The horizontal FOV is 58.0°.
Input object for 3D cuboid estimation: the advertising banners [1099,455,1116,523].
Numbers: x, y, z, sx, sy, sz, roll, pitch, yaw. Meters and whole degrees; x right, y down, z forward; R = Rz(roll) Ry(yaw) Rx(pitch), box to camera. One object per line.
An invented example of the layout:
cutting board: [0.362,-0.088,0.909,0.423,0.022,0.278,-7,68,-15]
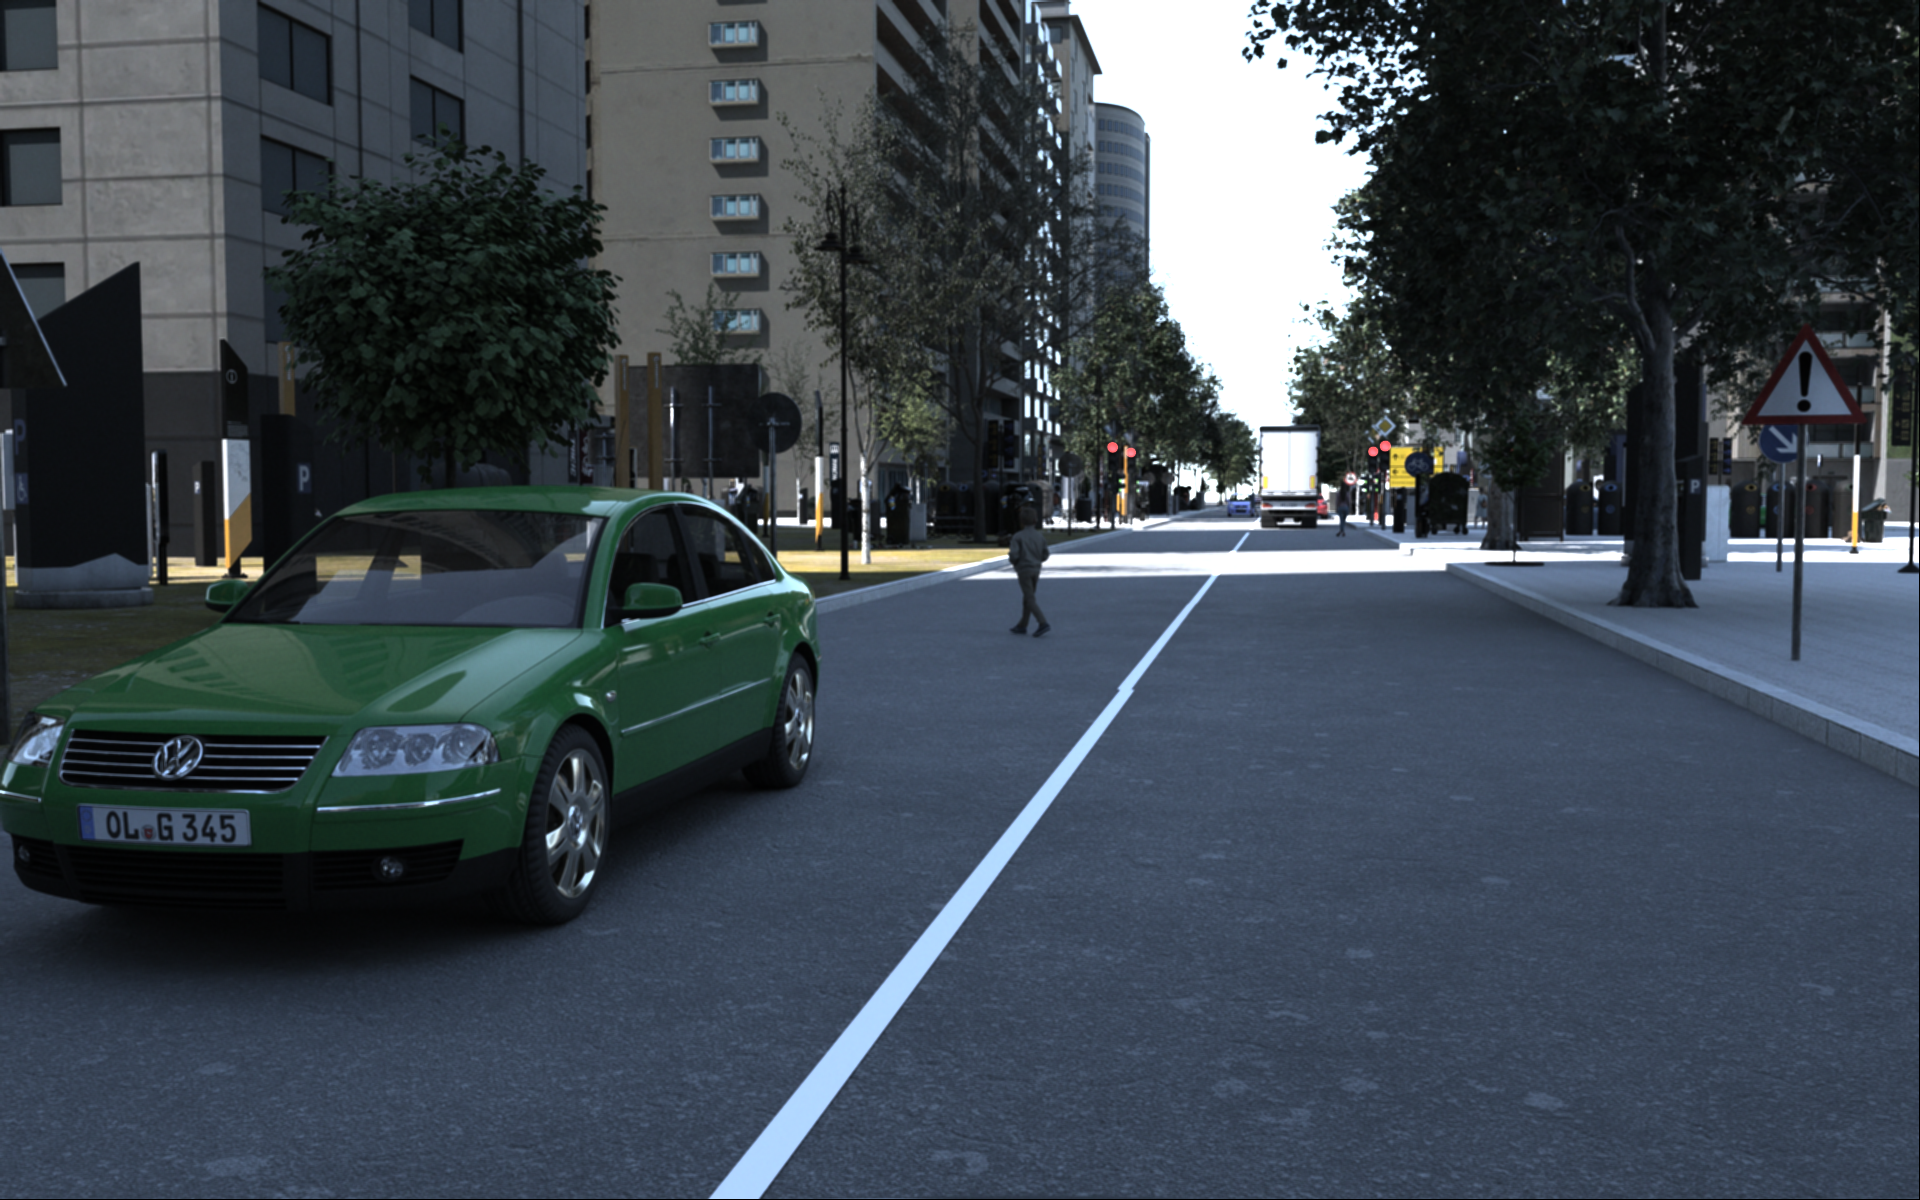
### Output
advertising banners: [6.610,-5.020,78.265,0.090,3.025,2.074,1,4,23]

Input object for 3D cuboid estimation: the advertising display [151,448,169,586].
advertising display: [-11.344,-1.184,24.571,0.123,1.923,0.974,-2,4,-30]

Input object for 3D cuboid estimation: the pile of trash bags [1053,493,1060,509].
pile of trash bags: [6.133,-7.754,136.523,3.447,1.369,1.912,0,4,-1]

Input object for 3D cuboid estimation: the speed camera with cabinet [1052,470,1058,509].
speed camera with cabinet: [7.093,-8.885,139.603,2.038,3.252,0.660,-1,4,-21]

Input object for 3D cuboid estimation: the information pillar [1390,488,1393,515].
information pillar: [25.938,-6.070,103.740,0.304,2.012,0.304,0,4,-1]

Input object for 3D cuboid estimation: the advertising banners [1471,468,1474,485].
advertising banners: [35.143,-7.376,116.786,2.074,3.025,0.090,1,4,19]

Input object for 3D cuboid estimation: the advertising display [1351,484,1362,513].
advertising display: [26.436,-6.777,116.020,0.974,1.923,0.123,1,4,12]

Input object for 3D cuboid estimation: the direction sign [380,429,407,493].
direction sign: [-9.884,-2.343,30.297,0.379,3.537,0.876,1,4,13]

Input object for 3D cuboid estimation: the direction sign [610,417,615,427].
direction sign: [-9.803,-3.601,50.872,0.876,3.537,0.379,-1,4,-21]

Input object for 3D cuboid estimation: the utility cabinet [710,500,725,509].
utility cabinet: [-3.197,-0.522,19.691,1.020,1.237,0.306,1,4,16]

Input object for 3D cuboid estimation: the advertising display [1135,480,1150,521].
advertising display: [8.577,-4.660,81.408,0.123,1.923,0.974,3,5,42]

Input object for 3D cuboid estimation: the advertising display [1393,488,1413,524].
advertising display: [18.959,-4.202,73.919,0.974,1.923,0.123,-1,4,-13]

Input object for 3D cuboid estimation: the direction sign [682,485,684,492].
direction sign: [-10.311,-4.425,64.350,0.876,3.537,0.379,-2,4,-32]

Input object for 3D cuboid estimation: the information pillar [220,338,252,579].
information pillar: [-11.025,-2.141,26.364,0.183,3.616,0.504,1,4,20]

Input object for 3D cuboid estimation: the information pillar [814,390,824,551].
information pillar: [-3.148,-2.898,38.736,0.183,3.616,0.504,-1,4,-15]

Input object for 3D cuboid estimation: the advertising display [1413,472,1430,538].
advertising display: [13.543,-2.784,50.730,0.123,1.923,0.974,2,4,32]

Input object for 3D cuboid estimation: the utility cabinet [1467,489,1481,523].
utility cabinet: [22.198,-4.088,75.521,1.173,1.500,0.318,-2,4,-25]

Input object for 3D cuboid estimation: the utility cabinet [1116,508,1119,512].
utility cabinet: [11.516,-6.855,120.752,1.173,1.500,0.318,0,4,-1]

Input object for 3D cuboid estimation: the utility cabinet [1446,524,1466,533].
utility cabinet: [16.669,-2.873,58.138,0.306,1.237,1.020,0,4,-7]

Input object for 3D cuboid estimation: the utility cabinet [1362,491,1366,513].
utility cabinet: [29.707,-7.416,129.930,1.173,1.500,0.318,-1,4,-18]

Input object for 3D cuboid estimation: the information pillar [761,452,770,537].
information pillar: [-5.753,-3.666,51.295,0.183,3.616,0.504,-1,4,-18]

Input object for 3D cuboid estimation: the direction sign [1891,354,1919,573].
direction sign: [15.525,-2.213,28.177,0.876,3.537,0.379,-1,4,-13]

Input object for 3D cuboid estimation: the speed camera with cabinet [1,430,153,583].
speed camera with cabinet: [-13.123,-1.913,25.606,0.660,3.252,2.038,3,5,43]

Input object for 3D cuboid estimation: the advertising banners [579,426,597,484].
advertising banners: [-10.373,-2.995,45.153,2.074,3.025,0.090,1,4,17]

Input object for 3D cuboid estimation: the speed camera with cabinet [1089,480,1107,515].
speed camera with cabinet: [8.543,-6.918,107.444,0.660,3.252,2.038,1,4,21]

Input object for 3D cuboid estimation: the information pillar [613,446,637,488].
information pillar: [-5.184,-1.367,26.844,0.304,2.012,0.304,-2,4,-29]

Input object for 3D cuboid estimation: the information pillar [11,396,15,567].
information pillar: [-16.589,-2.391,30.439,0.183,3.616,0.504,-2,4,-28]

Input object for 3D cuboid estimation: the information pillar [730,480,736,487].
information pillar: [-11.706,-5.222,89.867,0.304,2.012,0.304,-3,5,-39]

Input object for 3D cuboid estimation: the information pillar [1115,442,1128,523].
information pillar: [7.264,-5.254,77.262,0.504,3.616,0.183,1,4,19]

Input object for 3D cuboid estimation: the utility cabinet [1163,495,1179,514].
utility cabinet: [13.849,-6.278,113.814,1.020,1.237,0.306,0,4,0]

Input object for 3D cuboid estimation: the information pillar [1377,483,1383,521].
information pillar: [19.786,-5.499,81.264,0.183,3.616,0.504,0,4,-7]

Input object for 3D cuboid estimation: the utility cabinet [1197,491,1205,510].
utility cabinet: [19.751,-8.155,142.012,0.318,1.500,1.173,-1,4,-11]

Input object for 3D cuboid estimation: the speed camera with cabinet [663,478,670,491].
speed camera with cabinet: [-24.282,-9.320,146.712,2.038,3.252,0.660,-3,5,-45]

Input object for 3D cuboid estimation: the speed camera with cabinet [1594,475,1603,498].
speed camera with cabinet: [30.682,-5.504,84.322,0.660,3.252,2.038,-3,4,-37]

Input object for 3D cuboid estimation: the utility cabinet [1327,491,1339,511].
utility cabinet: [27.545,-7.268,127.508,1.173,1.500,0.318,-2,4,-28]

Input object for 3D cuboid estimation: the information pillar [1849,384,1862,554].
information pillar: [19.161,-2.793,37.016,0.183,3.616,0.504,2,4,24]

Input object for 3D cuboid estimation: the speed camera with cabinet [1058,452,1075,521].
speed camera with cabinet: [5.119,-5.360,81.968,0.660,3.252,2.038,0,4,5]

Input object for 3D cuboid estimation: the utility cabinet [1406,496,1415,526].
utility cabinet: [18.554,-3.593,69.903,1.020,1.237,0.306,1,4,22]

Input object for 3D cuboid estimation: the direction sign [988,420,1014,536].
direction sign: [1.254,-3.725,52.904,0.876,3.537,0.379,2,4,27]

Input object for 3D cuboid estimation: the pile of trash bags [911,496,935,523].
pile of trash bags: [-1.711,-4.074,76.368,1.912,1.369,3.447,-3,5,-41]

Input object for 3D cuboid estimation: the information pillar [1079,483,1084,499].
information pillar: [7.890,-6.602,112.430,0.304,2.012,0.304,-1,4,-15]

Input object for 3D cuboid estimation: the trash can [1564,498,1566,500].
trash can: [38.094,-6.051,110.592,0.748,1.137,0.748,0,3,0]

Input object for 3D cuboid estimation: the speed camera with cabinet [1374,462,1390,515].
speed camera with cabinet: [26.268,-6.869,106.643,0.660,3.252,2.038,-2,4,-27]

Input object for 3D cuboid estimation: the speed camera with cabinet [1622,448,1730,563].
speed camera with cabinet: [13.385,-2.325,32.347,2.038,3.252,0.660,-1,4,-20]

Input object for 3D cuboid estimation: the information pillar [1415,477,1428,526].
information pillar: [15.155,-3.204,56.872,0.304,2.012,0.304,-2,4,-34]

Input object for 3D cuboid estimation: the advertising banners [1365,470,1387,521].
advertising banners: [19.870,-5.285,82.604,0.090,3.025,2.074,-1,4,-15]

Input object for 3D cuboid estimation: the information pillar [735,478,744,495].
information pillar: [-9.644,-5.200,76.366,0.504,3.616,0.183,0,4,3]

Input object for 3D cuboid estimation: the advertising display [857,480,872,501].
advertising display: [-4.264,-4.429,77.620,0.123,1.923,0.974,2,4,32]

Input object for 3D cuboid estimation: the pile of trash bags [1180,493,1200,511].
pile of trash bags: [17.850,-7.742,136.326,1.912,1.369,3.447,0,4,3]

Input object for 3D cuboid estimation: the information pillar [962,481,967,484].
information pillar: [0.266,-5.862,100.330,0.304,2.012,0.304,0,4,1]
